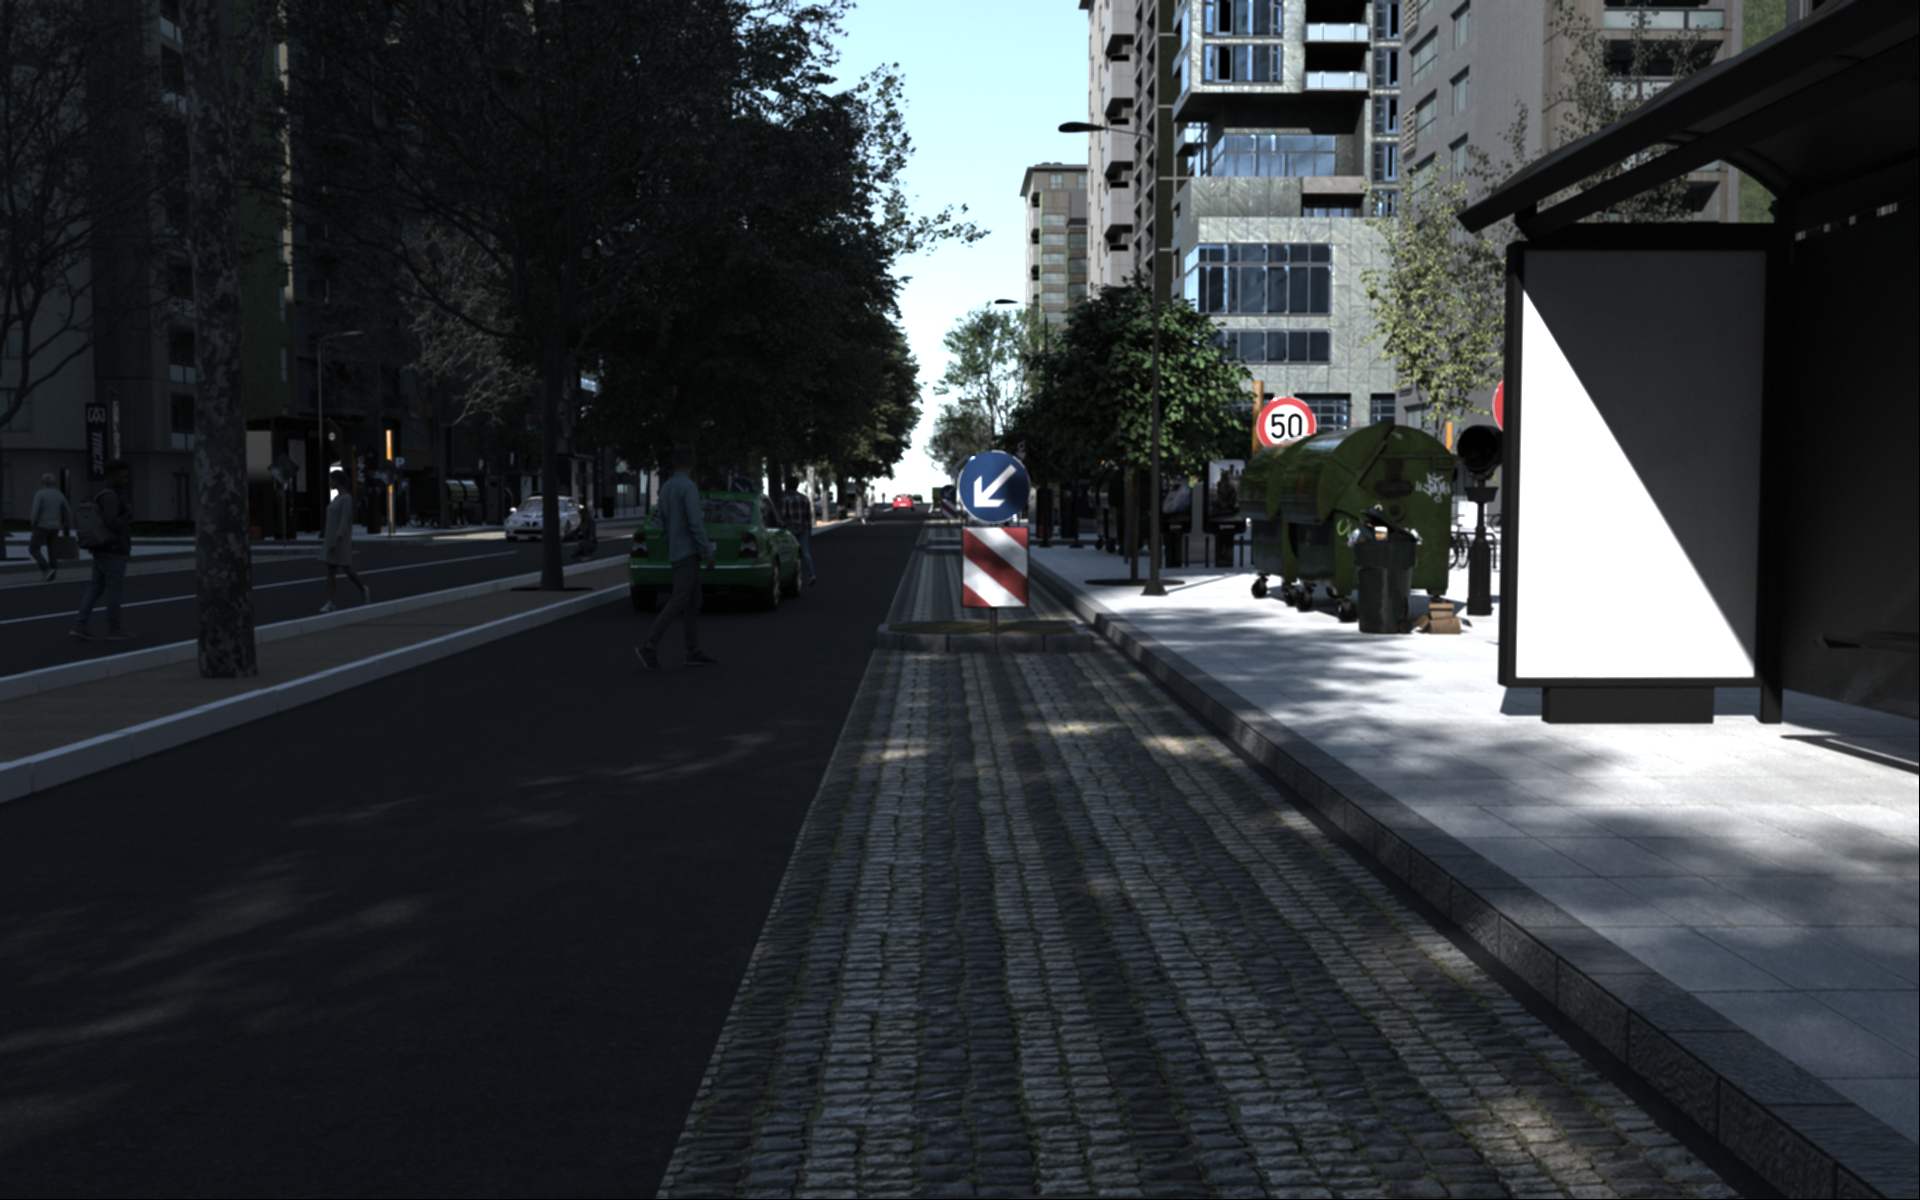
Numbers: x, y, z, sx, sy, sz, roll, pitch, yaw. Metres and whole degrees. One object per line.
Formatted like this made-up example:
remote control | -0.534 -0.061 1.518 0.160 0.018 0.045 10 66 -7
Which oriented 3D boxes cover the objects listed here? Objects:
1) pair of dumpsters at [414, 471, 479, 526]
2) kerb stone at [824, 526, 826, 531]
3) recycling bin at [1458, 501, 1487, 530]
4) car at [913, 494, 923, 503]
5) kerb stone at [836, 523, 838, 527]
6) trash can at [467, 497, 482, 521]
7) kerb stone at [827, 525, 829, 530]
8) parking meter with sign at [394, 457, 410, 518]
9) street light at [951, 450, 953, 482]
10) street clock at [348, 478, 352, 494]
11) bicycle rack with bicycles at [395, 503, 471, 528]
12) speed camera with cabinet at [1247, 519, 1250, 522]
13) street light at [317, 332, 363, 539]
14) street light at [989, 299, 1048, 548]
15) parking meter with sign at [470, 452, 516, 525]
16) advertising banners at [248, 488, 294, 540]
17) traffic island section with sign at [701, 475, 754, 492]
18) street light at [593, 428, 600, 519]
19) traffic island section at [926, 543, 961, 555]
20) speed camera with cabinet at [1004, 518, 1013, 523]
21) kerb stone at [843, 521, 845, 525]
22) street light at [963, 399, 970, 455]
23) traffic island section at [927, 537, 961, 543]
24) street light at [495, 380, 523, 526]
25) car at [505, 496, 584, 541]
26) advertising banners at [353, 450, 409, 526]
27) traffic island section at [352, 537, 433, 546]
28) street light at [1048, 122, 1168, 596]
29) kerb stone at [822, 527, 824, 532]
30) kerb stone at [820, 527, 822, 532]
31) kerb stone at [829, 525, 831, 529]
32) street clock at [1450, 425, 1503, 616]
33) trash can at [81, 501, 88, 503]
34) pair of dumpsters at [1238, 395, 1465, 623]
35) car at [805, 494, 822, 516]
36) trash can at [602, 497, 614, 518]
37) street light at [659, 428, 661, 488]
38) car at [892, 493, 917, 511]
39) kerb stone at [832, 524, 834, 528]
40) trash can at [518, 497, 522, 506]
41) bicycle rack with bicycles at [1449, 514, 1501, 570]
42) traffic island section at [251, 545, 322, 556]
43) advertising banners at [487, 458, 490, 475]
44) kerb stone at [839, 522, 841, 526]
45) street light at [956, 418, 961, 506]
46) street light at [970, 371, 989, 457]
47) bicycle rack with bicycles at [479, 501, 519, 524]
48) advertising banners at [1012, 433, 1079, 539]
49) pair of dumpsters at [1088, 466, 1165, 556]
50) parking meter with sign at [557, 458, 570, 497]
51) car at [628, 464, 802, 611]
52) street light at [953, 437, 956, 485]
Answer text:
pair of dumpsters | -21.038 -4.190 70.999 1.574 2.255 4.437 0 4 -1
kerb stone | -5.295 -2.662 65.762 0.120 0.150 1.000 0 4 -1
recycling bin | 18.235 -3.002 61.644 0.722 1.027 0.722 -1 4 -20
car | -6.972 -16.732 282.356 1.959 1.807 4.718 0 4 -3
kerb stone | -5.402 -3.166 73.961 0.120 0.150 1.000 0 4 -1
trash can | -21.772 -4.028 77.516 0.748 1.137 0.748 0 3 0
kerb stone | -5.318 -2.790 67.807 0.120 0.150 1.000 0 4 -1
parking meter with sign | -25.952 -5.165 80.708 0.543 3.016 1.738 -2 4 -26
street light | 0.252 -10.293 140.825 1.470 5.913 1.316 0 4 -1
street clock | -27.663 -4.528 78.610 0.358 2.002 0.471 -1 4 -8
bicycle rack with bicycles | -20.129 -3.211 65.889 2.925 0.926 2.852 -1 4 -12
speed camera with cabinet | 12.749 -4.990 75.917 0.660 3.252 2.038 0 4 2
street light | -17.758 -4.715 49.634 1.470 5.913 1.316 0 4 -1
street light | 1.512 -4.211 41.391 1.470 5.913 1.316 0 4 -1
parking meter with sign | -19.208 -4.593 71.360 1.738 3.016 0.543 -2 4 -30
advertising banners | -19.652 -3.188 48.306 2.074 3.025 0.090 0 4 1
traffic island section with sign | -6.032 -2.065 41.894 2.006 1.907 1.989 0 4 -1
street light | -18.384 -7.182 89.963 1.470 5.913 1.316 0 4 -1
traffic island section | 0.180 -1.190 41.740 2.009 0.180 2.903 0 4 -1
speed camera with cabinet | 2.189 -5.147 78.487 0.660 3.252 2.038 1 4 23
kerb stone | -5.475 -3.480 79.092 0.120 0.150 1.000 0 4 -1
street light | 1.004 -6.874 84.925 1.470 5.913 1.316 0 4 -1
traffic island section | 0.071 -1.679 49.725 2.009 0.180 2.903 0 4 -1
street light | -17.990 -5.938 69.633 1.470 5.913 1.316 0 4 -1
car | -12.828 -2.542 53.928 2.083 1.381 4.827 0 4 -1
advertising banners | -23.329 -4.501 69.774 2.074 3.025 0.090 -1 4 -14
traffic island section | -16.319 -1.665 49.505 2.009 0.180 2.903 0 4 -1
street light | 1.925 -3.012 21.792 1.470 5.913 1.316 0 4 -1
kerb stone | -5.278 -2.602 64.740 0.120 0.150 1.000 0 4 -1
kerb stone | -5.261 -2.535 63.718 0.120 0.150 1.000 0 4 -1
kerb stone | -5.335 -2.849 68.833 0.120 0.150 1.000 0 4 -1
street clock | 5.489 -0.837 18.257 0.358 2.002 0.471 -3 5 -45
trash can | -18.999 -1.627 38.260 0.748 1.137 0.748 0 3 0
pair of dumpsters | 4.232 -1.021 19.183 1.574 2.255 4.437 0 4 -1
car | -10.128 -6.324 115.407 2.014 1.417 4.499 0 4 -1
trash can | -18.673 -4.909 91.910 0.748 1.137 0.748 0 3 0
street light | -18.578 -8.433 110.425 1.470 5.913 1.316 0 4 -1
car | -4.830 -8.591 149.498 2.155 1.783 4.494 0 4 1
kerb stone | -5.365 -2.978 70.890 0.120 0.150 1.000 0 4 -1
trash can | -22.313 -4.721 88.841 0.748 1.137 0.748 0 3 0
bicycle rack with bicycles | 7.996 -1.022 30.090 2.852 0.926 2.925 -1 4 -12
traffic island section | -16.209 -1.177 41.521 2.009 0.180 2.903 0 4 -1
advertising banners | -22.812 -5.409 84.625 0.090 3.025 2.074 0 4 1
kerb stone | -5.437 -3.291 76.006 0.120 0.150 1.000 0 4 -1
street light | 0.643 -8.067 104.431 1.470 5.913 1.316 0 4 -1
street light | 1.228 -5.680 65.416 1.470 5.913 1.316 0 4 -1
bicycle rack with bicycles | -20.369 -3.776 75.115 2.852 0.926 2.925 -2 4 -24
advertising banners | 2.442 -3.275 49.738 2.074 3.025 0.090 2 4 24
pair of dumpsters | 3.764 -2.160 37.808 1.574 2.255 4.437 0 4 -1
parking meter with sign | -19.581 -5.302 82.945 1.738 3.016 0.543 -1 4 -10
car | -3.121 -0.849 22.683 1.959 1.807 4.718 0 4 1
street light | 0.450 -9.260 123.940 1.470 5.913 1.316 0 4 -1
